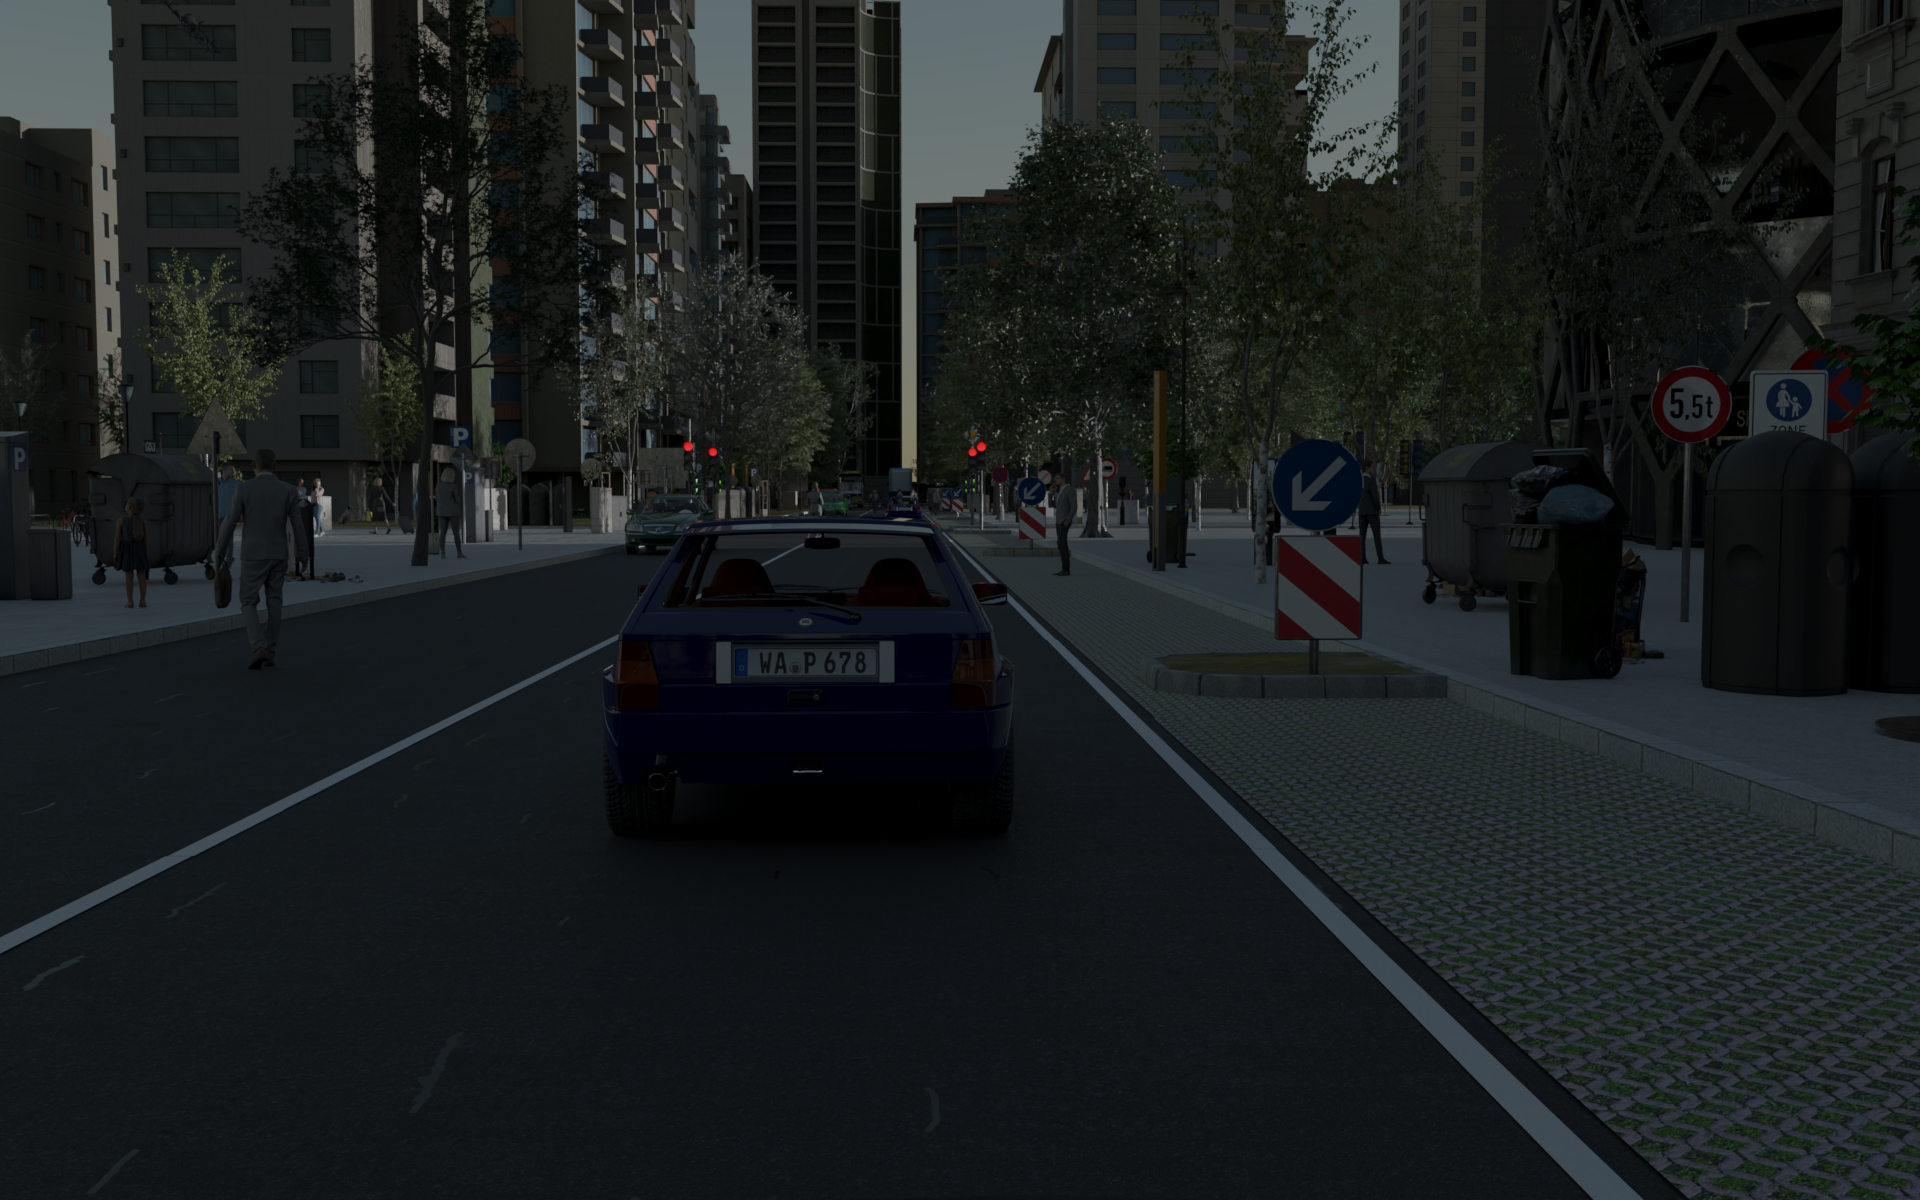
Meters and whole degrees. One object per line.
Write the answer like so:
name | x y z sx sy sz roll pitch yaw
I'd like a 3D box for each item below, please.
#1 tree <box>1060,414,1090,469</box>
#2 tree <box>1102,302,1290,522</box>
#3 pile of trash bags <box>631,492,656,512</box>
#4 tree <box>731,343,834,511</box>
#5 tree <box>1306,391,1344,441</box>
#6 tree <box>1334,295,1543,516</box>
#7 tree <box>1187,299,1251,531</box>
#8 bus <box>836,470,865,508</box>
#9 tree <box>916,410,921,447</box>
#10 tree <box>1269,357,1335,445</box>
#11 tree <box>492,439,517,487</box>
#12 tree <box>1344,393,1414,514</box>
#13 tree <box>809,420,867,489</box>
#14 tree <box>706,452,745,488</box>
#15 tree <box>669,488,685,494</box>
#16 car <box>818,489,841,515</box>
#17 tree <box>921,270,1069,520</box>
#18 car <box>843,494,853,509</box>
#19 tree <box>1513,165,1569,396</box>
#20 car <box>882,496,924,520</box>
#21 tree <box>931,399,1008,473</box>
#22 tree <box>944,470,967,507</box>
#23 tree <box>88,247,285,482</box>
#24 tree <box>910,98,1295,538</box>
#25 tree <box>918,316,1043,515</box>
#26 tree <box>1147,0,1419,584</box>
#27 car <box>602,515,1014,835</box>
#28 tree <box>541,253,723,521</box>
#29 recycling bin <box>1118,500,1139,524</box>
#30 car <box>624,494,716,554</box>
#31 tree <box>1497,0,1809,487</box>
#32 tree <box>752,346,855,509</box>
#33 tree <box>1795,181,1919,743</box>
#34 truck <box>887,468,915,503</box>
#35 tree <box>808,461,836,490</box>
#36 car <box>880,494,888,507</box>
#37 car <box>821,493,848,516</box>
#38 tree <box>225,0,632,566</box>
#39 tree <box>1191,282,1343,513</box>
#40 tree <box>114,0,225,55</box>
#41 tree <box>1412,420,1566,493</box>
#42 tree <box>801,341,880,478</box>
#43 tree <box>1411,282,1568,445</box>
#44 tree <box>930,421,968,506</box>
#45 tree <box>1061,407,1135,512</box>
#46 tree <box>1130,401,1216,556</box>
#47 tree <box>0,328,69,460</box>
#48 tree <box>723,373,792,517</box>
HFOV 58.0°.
tree | 11.287 -12.356 136.440 8.767 10.594 7.601 -1 4 -20
tree | 10.660 -8.813 78.502 8.767 10.594 7.601 0 4 0
pile of trash bags | -12.637 -3.741 70.919 1.912 1.369 3.447 -1 4 -13
tree | -13.017 -12.876 128.656 7.486 12.596 7.792 0 3 0
tree | 26.002 -10.393 120.288 4.360 8.622 3.978 0 3 0
tree | 27.032 -10.133 91.424 9.928 11.665 9.643 0 3 0
tree | 8.366 -6.767 60.995 4.360 8.622 3.978 0 3 0
bus | -11.528 -11.806 184.571 2.896 3.916 12.252 0 4 -2
tree | -0.373 -14.315 152.176 7.486 12.596 7.792 0 3 0
tree | 24.877 -10.793 102.215 9.928 11.665 9.643 0 3 0
tree | -26.437 -6.928 96.980 4.285 4.588 4.351 0 3 0
tree | 26.907 -9.729 109.435 4.360 8.622 3.978 0 3 0
tree | -15.064 -16.312 201.115 8.767 10.594 7.601 0 4 -7
tree | -18.468 -9.300 135.762 4.285 4.588 4.351 0 3 0
tree | -16.519 -6.445 99.970 1.663 3.219 1.824 0 3 0
car | -9.204 -6.775 119.450 2.281 1.827 5.304 0 4 -2
tree | 2.430 -10.297 86.491 7.486 12.596 7.792 0 3 0
car | -11.048 -9.282 163.770 2.014 1.417 4.499 0 4 -1
tree | 10.274 -5.211 35.560 4.737 8.622 4.395 0 3 0
car | -2.584 -4.059 78.943 1.945 1.354 3.894 0 4 -3
tree | 1.180 -12.646 141.166 7.601 10.594 8.767 -1 4 -18
tree | -0.193 -11.918 178.571 4.285 4.588 4.351 0 3 0
tree | -22.801 -6.252 52.581 4.737 8.622 4.395 0 3 0
tree | 3.932 -8.180 50.751 9.611 12.733 9.660 0 3 0
tree | 2.275 -11.896 104.864 12.009 13.543 11.850 0 3 0
tree | 4.499 -4.551 24.766 4.737 8.622 4.395 0 3 0
car | -0.696 0.240 8.663 1.945 1.354 3.894 0 4 -3
tree | -10.302 -6.260 52.710 4.360 8.622 3.978 0 3 0
recycling bin | 7.173 -3.753 73.922 0.722 1.027 0.722 -1 4 -15
car | -7.078 -1.895 42.784 2.131 1.459 4.920 0 4 -1
tree | 9.905 -4.615 25.826 4.360 8.622 3.978 0 3 0
tree | -13.581 -14.879 149.922 9.857 13.997 8.962 0 3 0
tree | 5.399 -0.874 8.899 1.663 3.219 1.824 0 3 0
truck | -5.916 -11.219 173.182 2.967 4.110 18.799 0 4 -2
tree | -14.081 -11.633 173.911 4.285 4.588 4.351 0 3 0
car | -7.763 -10.860 189.558 2.014 1.417 4.499 0 4 -4
car | -8.109 -6.209 110.319 1.959 1.807 4.718 0 3 0
tree | -9.315 -5.886 30.642 7.601 10.594 8.767 0 4 -4
tree | 16.866 -10.684 92.806 7.486 12.596 7.792 0 3 0
tree | -8.985 -6.223 12.115 12.009 13.543 11.850 0 3 0
tree | 40.840 -9.838 123.753 20.602 7.101 11.467 3 5 39
tree | -16.263 -22.073 216.779 12.611 20.169 13.585 0 3 0
tree | 23.462 -8.639 75.665 7.601 10.594 8.767 -1 4 -10
tree | -0.029 -16.080 188.670 9.928 11.665 9.643 0 3 0
tree | 9.890 -12.204 125.294 9.928 11.665 9.643 0 3 0
tree | 4.292 -2.542 36.164 1.663 3.219 1.824 0 3 0
tree | -42.010 -7.759 77.216 4.360 8.622 3.978 0 3 0
tree | -12.300 -9.722 109.311 4.360 8.622 3.978 0 3 0
